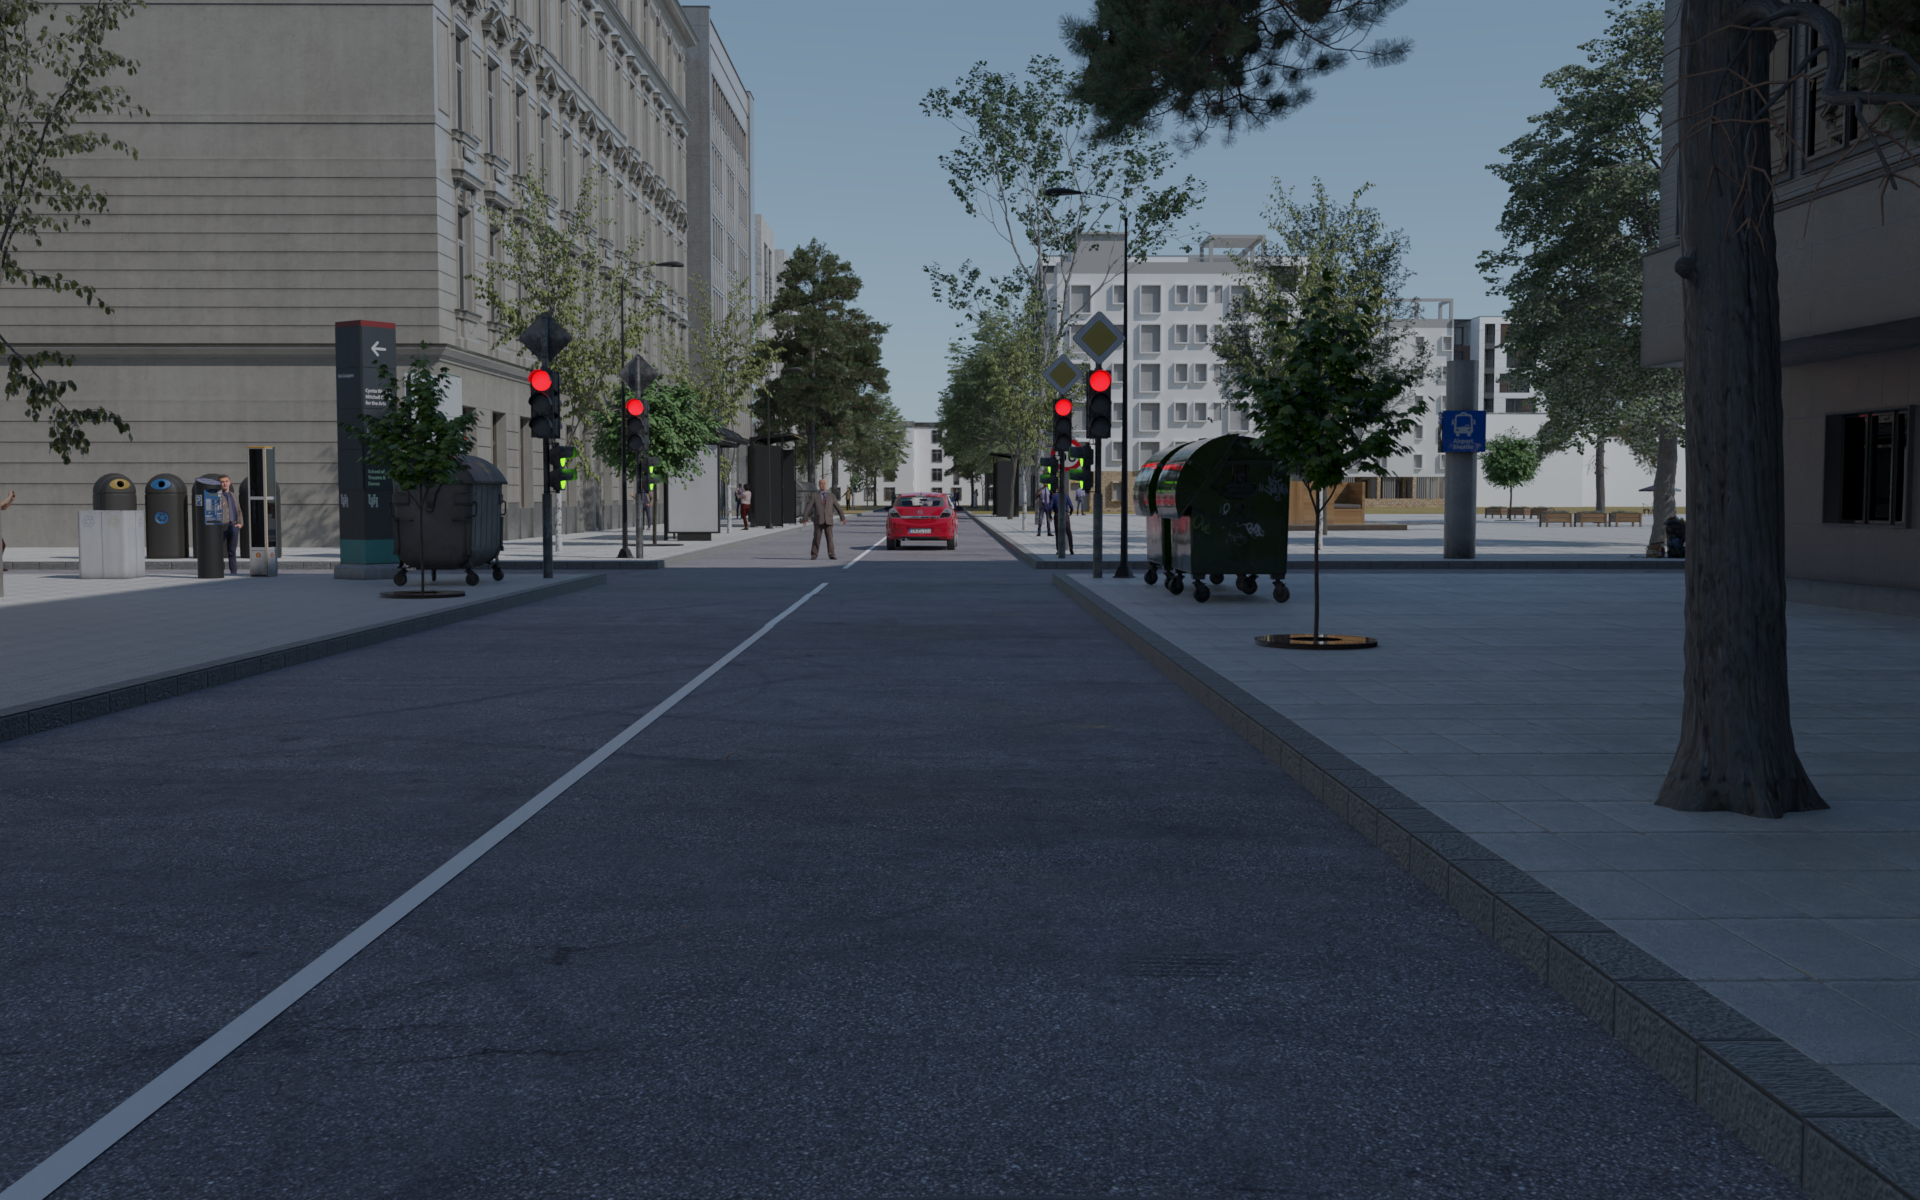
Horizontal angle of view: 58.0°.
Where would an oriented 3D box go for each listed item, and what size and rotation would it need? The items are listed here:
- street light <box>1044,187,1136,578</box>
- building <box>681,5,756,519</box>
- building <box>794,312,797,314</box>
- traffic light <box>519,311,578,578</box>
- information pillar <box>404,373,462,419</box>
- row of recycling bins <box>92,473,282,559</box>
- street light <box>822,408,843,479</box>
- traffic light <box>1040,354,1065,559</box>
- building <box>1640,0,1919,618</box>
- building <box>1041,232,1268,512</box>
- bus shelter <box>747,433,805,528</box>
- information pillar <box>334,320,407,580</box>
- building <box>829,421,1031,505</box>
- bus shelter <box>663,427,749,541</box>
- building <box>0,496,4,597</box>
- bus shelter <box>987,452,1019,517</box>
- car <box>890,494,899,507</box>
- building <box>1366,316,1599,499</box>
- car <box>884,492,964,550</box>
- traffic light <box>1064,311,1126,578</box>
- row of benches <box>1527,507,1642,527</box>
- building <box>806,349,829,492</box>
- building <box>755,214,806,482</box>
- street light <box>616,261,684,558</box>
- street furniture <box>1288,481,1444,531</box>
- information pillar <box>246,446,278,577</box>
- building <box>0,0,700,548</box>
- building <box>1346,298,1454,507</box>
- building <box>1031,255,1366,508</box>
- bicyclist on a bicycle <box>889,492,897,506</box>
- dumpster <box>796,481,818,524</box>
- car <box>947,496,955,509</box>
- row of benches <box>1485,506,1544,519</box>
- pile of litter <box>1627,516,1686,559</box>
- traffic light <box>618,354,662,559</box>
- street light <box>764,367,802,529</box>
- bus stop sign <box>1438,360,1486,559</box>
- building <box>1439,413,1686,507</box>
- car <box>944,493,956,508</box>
[{"bbox_3d":[1.976,-3.295,26.407,1.470,5.913,1.316,0,4,-1],"label":"street light"},{"bbox_3d":[-18.214,-16.888,94.144,12.078,24.808,19.932,0,4,-1],"label":"building"},{"bbox_3d":[-21.601,-17.795,147.366,16.016,20.091,11.380,0,4,-1],"label":"building"},{"bbox_3d":[-6.270,-2.268,26.324,0.839,4.213,0.868,0,4,-1],"label":"traffic light"},{"bbox_3d":[-10.426,-2.635,34.402,0.184,3.620,1.656,1,4,19],"label":"information pillar"},{"bbox_3d":[-15.395,-1.677,34.539,3.534,1.692,1.069,-1,4,-11],"label":"row of recycling bins"},{"bbox_3d":[-6.761,-7.314,92.127,1.470,5.913,1.316,0,4,-1],"label":"street light"},{"bbox_3d":[2.012,-2.762,34.407,0.839,4.213,0.868,0,4,-1],"label":"traffic light"},{"bbox_3d":[15.363,-11.446,6.217,14.314,24.678,30.058,0,4,-1],"label":"building"},{"bbox_3d":[14.272,-16.781,130.795,16.016,20.091,11.380,0,4,-1],"label":"building"},{"bbox_3d":[-7.306,-4.771,69.287,1.731,3.624,6.357,0,4,-1],"label":"bus shelter"},{"bbox_3d":[-8.951,-2.251,26.184,0.750,3.857,0.750,2,4,35],"label":"information pillar"},{"bbox_3d":[-5.379,-15.960,203.097,28.070,9.664,9.099,0,4,-1],"label":"building"},{"bbox_3d":[-7.355,-3.414,49.736,2.014,3.302,5.546,0,4,-1],"label":"bus shelter"},{"bbox_3d":[-28.822,-12.631,11.032,34.151,26.468,19.350,0,4,-1],"label":"building"},{"bbox_3d":[2.490,-6.611,99.372,1.731,3.624,6.357,0,4,-1],"label":"bus shelter"},{"bbox_3d":[-5.263,-8.989,155.759,1.959,1.807,4.718,0,3,0],"label":"car"},{"bbox_3d":[57.129,-22.549,212.657,32.646,21.610,27.936,0,4,-1],"label":"building"},{"bbox_3d":[-0.974,-2.246,45.766,2.155,1.783,4.494,0,4,1],"label":"car"},{"bbox_3d":[2.090,-2.274,26.422,0.839,4.213,0.868,0,4,-1],"label":"traffic light"},{"bbox_3d":[24.480,-3.181,67.478,4.104,0.672,1.422,0,4,-7],"label":"row of benches"},{"bbox_3d":[-29.376,-18.698,172.163,31.486,18.905,16.747,0,4,-1],"label":"building"},{"bbox_3d":[-21.047,-15.831,125.291,16.747,18.905,31.486,0,4,-1],"label":"building"},{"bbox_3d":[-6.192,-3.799,34.653,1.470,5.913,1.316,0,4,-1],"label":"street light"},{"bbox_3d":[11.558,-3.516,64.343,11.010,1.723,9.812,-1,4,-14],"label":"street furniture"},{"bbox_3d":[-10.819,-1.368,26.865,0.304,2.012,0.304,1,4,9],"label":"information pillar"},{"bbox_3d":[-20.501,-17.467,61.993,17.030,29.872,44.131,0,4,-1],"label":"building"},{"bbox_3d":[41.697,-19.415,173.852,11.380,20.091,16.016,0,4,-1],"label":"building"},{"bbox_3d":[20.528,-19.621,164.778,27.936,21.610,32.646,0,4,-1],"label":"building"},{"bbox_3d":[-5.496,-8.127,142.892,1.499,1.676,1.625,0,4,0],"label":"bicyclist on a bicycle"},{"bbox_3d":[-7.254,-4.545,80.072,1.264,1.857,1.865,0,4,0],"label":"dumpster"},{"bbox_3d":[-1.286,-5.247,98.157,2.083,1.381,4.827,0,4,-1],"label":"car"},{"bbox_3d":[29.120,-4.580,90.351,1.422,0.672,4.104,-2,4,-34],"label":"row of benches"},{"bbox_3d":[14.339,-1.278,34.860,1.719,0.858,1.176,2,4,27],"label":"pile of litter"},{"bbox_3d":[-6.349,-2.756,34.309,0.839,4.213,0.868,0,4,-1],"label":"traffic light"},{"bbox_3d":[-6.490,-5.573,63.663,1.470,5.913,1.316,0,4,-1],"label":"street light"},{"bbox_3d":[9.937,-2.772,34.343,0.837,3.901,0.837,1,4,10],"label":"bus stop sign"},{"bbox_3d":[62.313,-14.401,177.608,28.070,9.664,9.099,0,4,-1],"label":"building"},{"bbox_3d":[-1.275,-8.588,150.010,1.945,1.707,3.694,0,4,-2],"label":"car"}]
